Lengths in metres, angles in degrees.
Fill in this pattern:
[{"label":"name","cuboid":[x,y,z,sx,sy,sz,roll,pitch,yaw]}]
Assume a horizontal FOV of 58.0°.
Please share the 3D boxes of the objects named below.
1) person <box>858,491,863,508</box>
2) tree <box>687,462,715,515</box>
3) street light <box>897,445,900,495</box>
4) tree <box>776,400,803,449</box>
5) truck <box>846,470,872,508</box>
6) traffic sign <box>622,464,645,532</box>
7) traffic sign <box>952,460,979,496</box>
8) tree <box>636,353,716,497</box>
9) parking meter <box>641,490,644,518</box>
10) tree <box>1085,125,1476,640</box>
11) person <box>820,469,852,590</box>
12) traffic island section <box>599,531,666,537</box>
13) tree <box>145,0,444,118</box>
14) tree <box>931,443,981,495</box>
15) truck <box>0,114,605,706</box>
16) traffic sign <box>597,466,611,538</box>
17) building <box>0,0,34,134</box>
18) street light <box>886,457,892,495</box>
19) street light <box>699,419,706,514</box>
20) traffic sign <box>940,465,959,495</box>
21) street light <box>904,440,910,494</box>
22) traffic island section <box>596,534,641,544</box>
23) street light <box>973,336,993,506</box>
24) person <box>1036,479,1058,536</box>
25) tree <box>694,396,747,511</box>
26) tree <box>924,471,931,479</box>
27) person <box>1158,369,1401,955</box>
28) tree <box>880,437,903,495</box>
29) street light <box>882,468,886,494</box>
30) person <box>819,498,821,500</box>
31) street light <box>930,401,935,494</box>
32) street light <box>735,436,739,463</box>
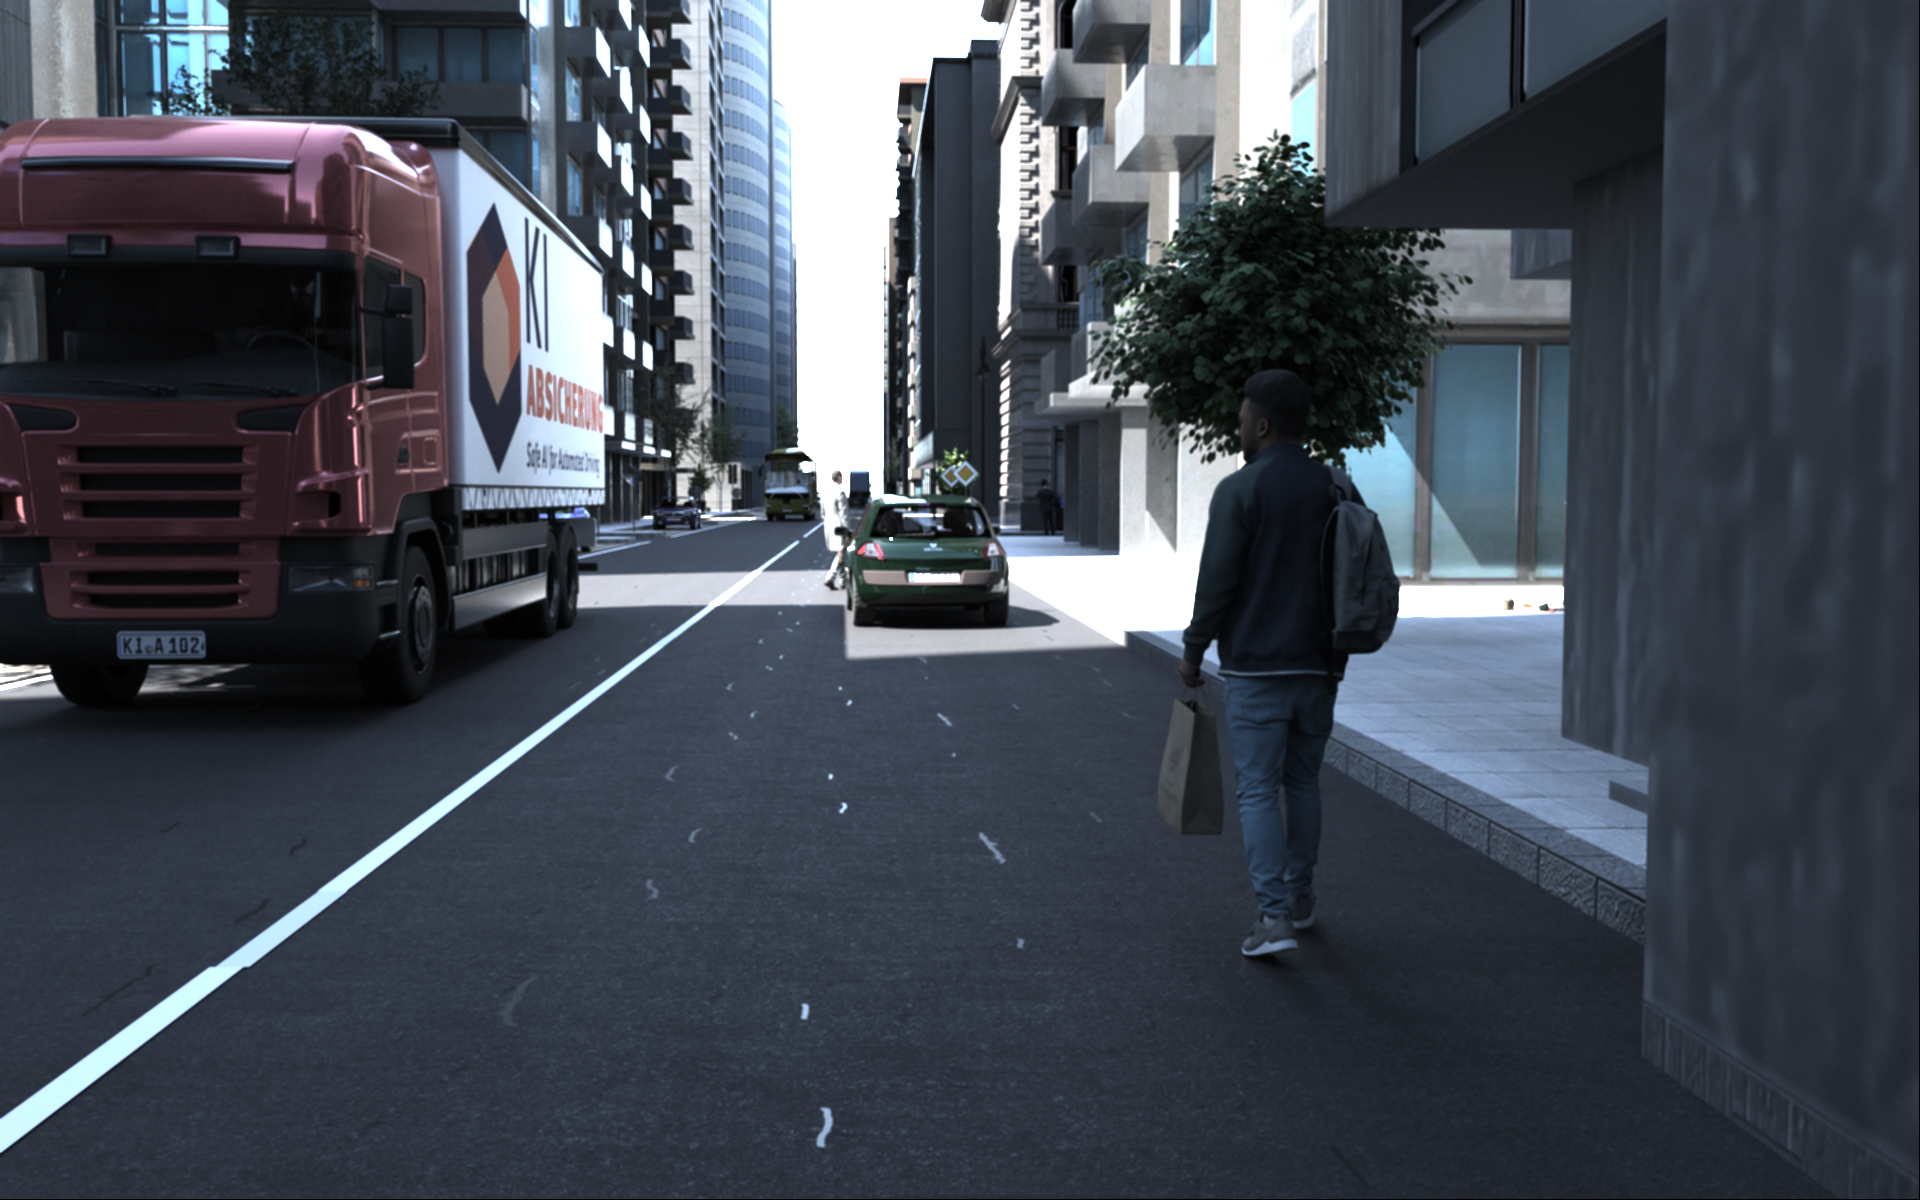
[{"label":"person","cuboid":[-9.930,-10.057,173.454,0.617,1.759,0.750,-1,4,-20]},{"label":"tree","cuboid":[-15.648,-6.739,104.792,1.663,3.219,1.824,0,3,0]},{"label":"street light","cuboid":[-5.720,-11.553,161.676,0.468,5.910,1.993,0,4,-3]},{"label":"tree","cuboid":[-22.576,-17.827,209.592,7.486,12.596,7.792,0,3,0]},{"label":"truck","cuboid":[-10.700,-12.101,187.609,2.967,4.110,18.799,0,4,-5]},{"label":"traffic sign","cuboid":[-11.019,-3.356,58.509,0.795,2.450,0.064,0,4,-3]},{"label":"traffic sign","cuboid":[0.163,-2.904,51.125,0.795,2.450,0.064,0,4,-3]},{"label":"tree","cuboid":[-15.099,-8.615,91.219,4.360,8.622,3.978,0,3,0]},{"label":"parking meter","cuboid":[-17.103,-5.148,92.575,0.372,1.533,0.369,0,3,0]},{"label":"tree","cuboid":[2.901,-1.944,15.504,4.285,4.588,4.351,0,3,0]},{"label":"person","cuboid":[-1.797,-1.064,26.002,0.767,1.812,0.694,-3,5,-40]},{"label":"traffic island section","cuboid":[-11.042,-2.219,58.569,2.009,0.180,2.903,0,4,-3]},{"label":"tree","cuboid":[-12.494,-5.996,32.444,8.767,10.594,7.601,1,4,15]},{"label":"tree","cuboid":[-0.039,-4.342,65.587,1.663,3.219,1.824,0,3,0]},{"label":"truck","cuboid":[-5.103,-1.607,15.183,2.839,4.237,11.283,0,4,-4]},{"label":"traffic sign","cuboid":[-10.566,-2.868,50.537,0.795,2.450,0.064,0,4,-3]},{"label":"building","cuboid":[-37.571,-27.112,32.527,27.495,52.752,28.713,0,4,-3]},{"label":"street light","cuboid":[-8.409,-14.514,210.097,0.468,5.910,1.993,0,4,-3]},{"label":"street light","cuboid":[-15.850,-8.200,106.854,0.468,5.910,1.993,0,4,-3]},{"label":"traffic sign","cuboid":[-0.291,-3.392,59.097,0.795,2.450,0.064,0,4,-3]},{"label":"street light","cuboid":[-4.089,-9.845,133.761,0.468,5.910,1.993,0,4,-3]},{"label":"traffic island section","cuboid":[-10.589,-1.732,50.597,2.009,0.180,2.903,0,4,-3]},{"label":"street light","cuboid":[0.671,-4.764,50.685,0.468,5.910,1.993,0,4,-3]},{"label":"person","cuboid":[2.720,-2.857,54.575,0.648,1.900,0.474,-1,4,-18]},{"label":"tree","cuboid":[-17.778,-10.885,128.325,4.737,8.622,4.395,0,3,0]},{"label":"tree","cuboid":[-0.466,-4.791,72.935,1.663,3.219,1.824,0,3,0]},{"label":"person","cuboid":[0.962,0.184,5.482,0.794,1.824,0.713,0,4,-2]},{"label":"tree","cuboid":[-8.013,-16.541,220.802,4.360,8.622,3.978,0,3,0]},{"label":"street light","cuboid":[-10.371,-16.572,243.732,0.468,5.910,1.993,0,4,-3]},{"label":"person","cuboid":[-11.343,-8.454,146.817,1.348,1.812,0.705,2,4,25]},{"label":"street light","cuboid":[-1.276,-6.908,85.728,0.468,5.910,1.993,0,4,-3]},{"label":"street light","cuboid":[-17.390,-9.942,135.343,0.468,5.910,1.993,0,4,-3]}]
